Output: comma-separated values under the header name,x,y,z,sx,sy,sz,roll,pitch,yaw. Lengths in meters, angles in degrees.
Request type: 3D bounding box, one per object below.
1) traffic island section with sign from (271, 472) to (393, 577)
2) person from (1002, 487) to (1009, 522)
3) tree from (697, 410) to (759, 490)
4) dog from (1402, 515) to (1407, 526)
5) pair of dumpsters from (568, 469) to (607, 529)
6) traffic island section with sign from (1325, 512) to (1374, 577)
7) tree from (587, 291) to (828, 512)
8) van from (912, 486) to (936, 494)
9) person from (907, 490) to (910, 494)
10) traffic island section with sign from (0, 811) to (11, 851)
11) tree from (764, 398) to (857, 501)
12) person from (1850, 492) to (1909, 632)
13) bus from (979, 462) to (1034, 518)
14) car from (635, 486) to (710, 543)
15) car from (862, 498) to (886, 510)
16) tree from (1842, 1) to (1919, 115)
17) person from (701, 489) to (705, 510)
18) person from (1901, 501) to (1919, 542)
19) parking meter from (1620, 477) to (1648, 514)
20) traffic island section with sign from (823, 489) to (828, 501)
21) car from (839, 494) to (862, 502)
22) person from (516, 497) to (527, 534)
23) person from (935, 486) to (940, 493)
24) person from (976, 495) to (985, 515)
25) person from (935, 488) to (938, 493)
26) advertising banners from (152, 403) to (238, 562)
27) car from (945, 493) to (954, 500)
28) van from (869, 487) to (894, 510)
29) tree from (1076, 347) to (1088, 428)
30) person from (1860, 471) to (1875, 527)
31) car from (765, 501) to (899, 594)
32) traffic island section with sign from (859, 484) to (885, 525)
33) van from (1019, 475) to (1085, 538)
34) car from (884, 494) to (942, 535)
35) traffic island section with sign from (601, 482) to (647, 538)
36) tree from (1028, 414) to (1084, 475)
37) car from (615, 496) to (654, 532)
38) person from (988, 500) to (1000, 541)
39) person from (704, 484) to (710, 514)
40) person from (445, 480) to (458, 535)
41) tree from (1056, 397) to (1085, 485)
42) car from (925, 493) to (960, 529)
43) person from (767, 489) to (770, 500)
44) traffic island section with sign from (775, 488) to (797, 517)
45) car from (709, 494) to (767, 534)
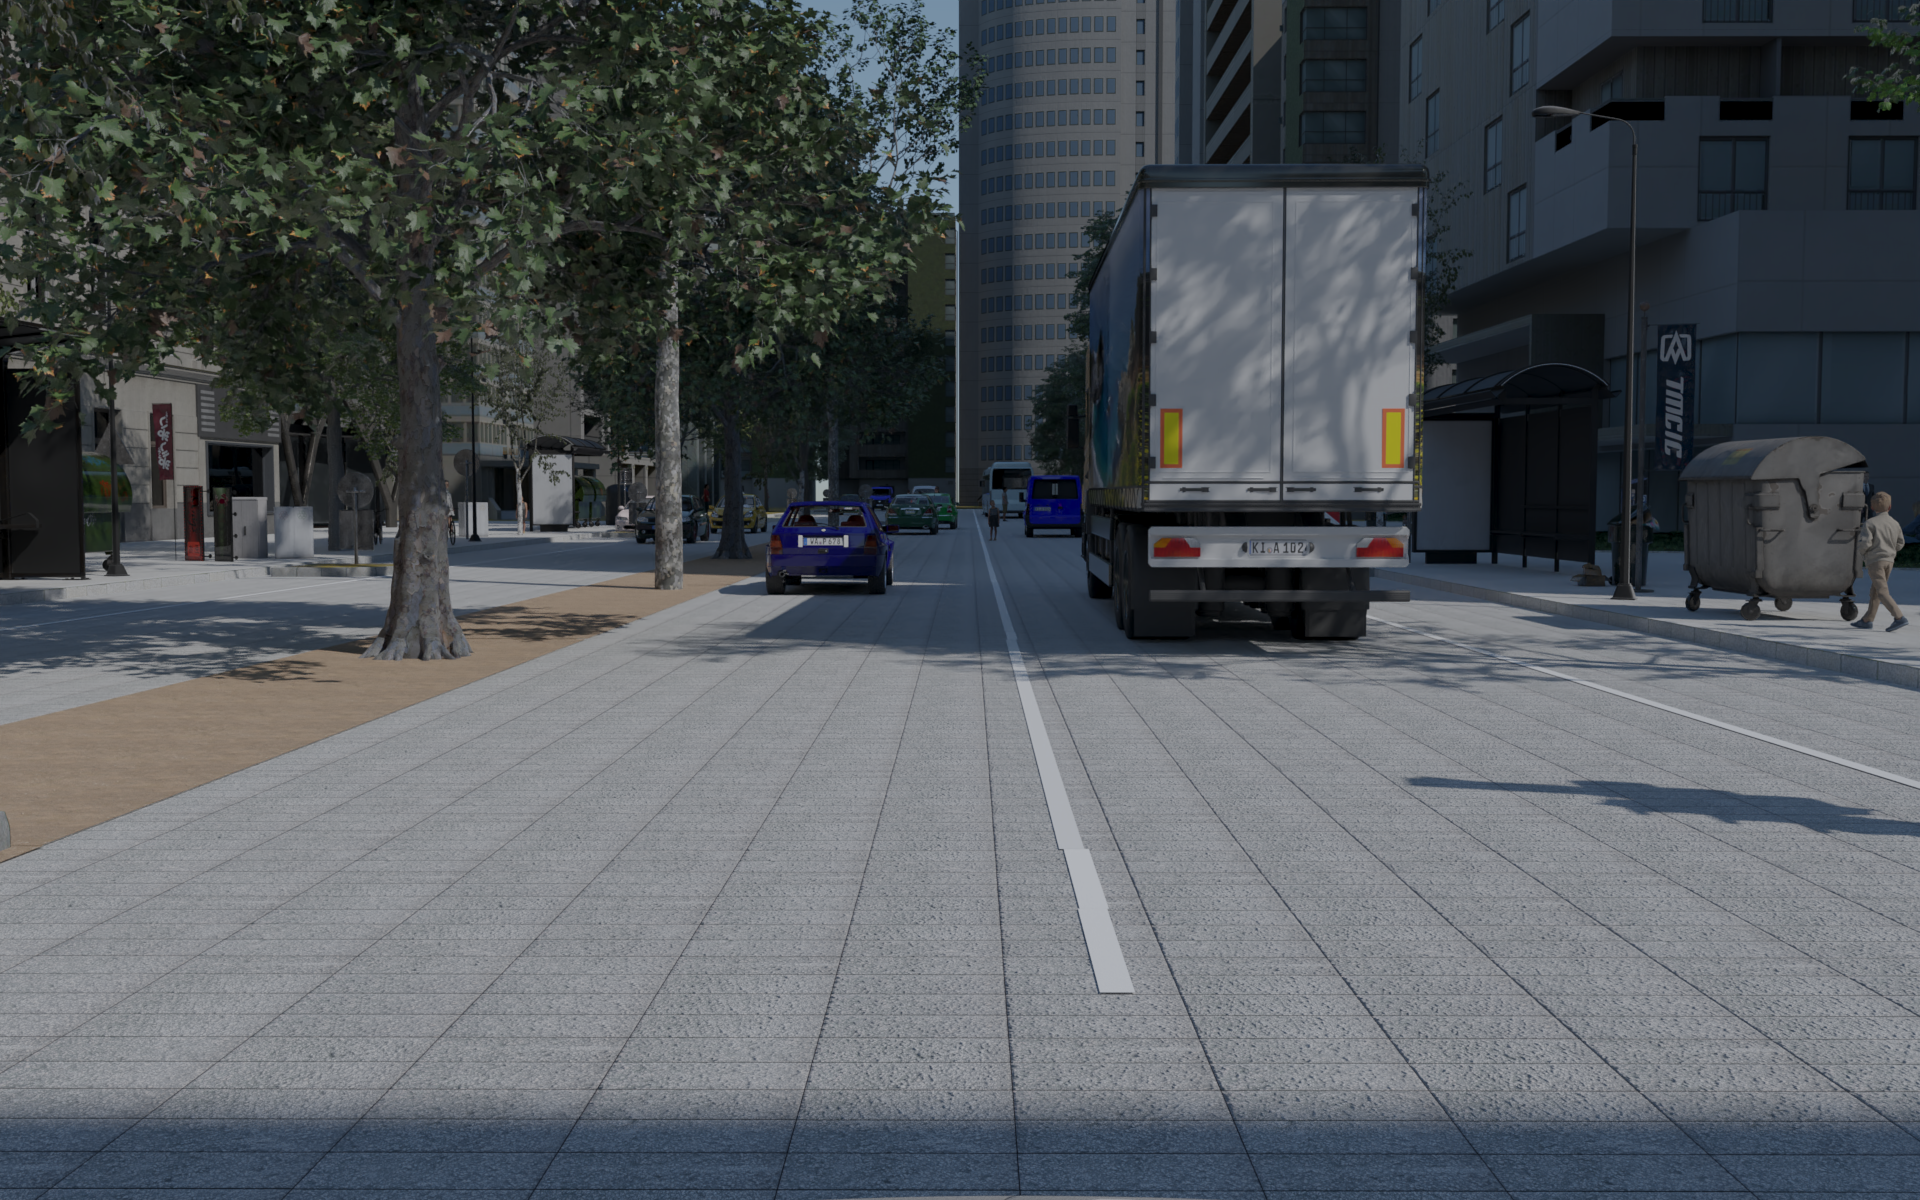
name,x,y,z,sx,sy,sz,roll,pitch,yaw
traffic island section with sign,-10.939,-1.363,30.916,1.989,1.847,2.006,0,4,0
person,2.377,-5.021,90.600,0.705,1.824,1.348,0,4,6
tree,-13.172,-9.117,99.423,4.737,8.622,4.395,0,3,0
dog,16.703,-2.946,65.003,0.406,0.507,0.540,-1,4,-23
pair of dumpsters,-14.751,-3.910,66.430,1.574,2.255,4.437,0,3,0
traffic island section with sign,6.185,-1.359,30.849,1.989,1.847,2.006,0,4,0
tree,-14.201,-10.809,87.095,12.009,13.543,11.850,0,3,0
van,-1.761,-5.065,89.829,2.013,2.044,4.112,0,4,0
person,-3.171,-6.322,112.672,0.742,1.727,0.445,1,4,14
traffic island section with sign,-4.826,0.135,5.937,2.006,1.907,1.989,0,4,0
tree,-13.327,-15.118,153.828,9.857,13.997,8.962,0,3,0
person,8.615,-0.362,16.238,0.475,1.303,0.640,-2,4,-28
bus,2.834,-6.802,106.075,2.948,3.499,13.247,0,4,-1
car,-8.533,-2.552,51.516,2.009,1.686,4.222,0,3,0
car,-7.498,-8.613,152.612,2.131,1.459,4.920,0,4,2
tree,8.916,-5.265,11.835,9.928,11.665,9.643,0,3,0
person,-20.166,-8.008,136.991,0.705,1.822,1.348,0,4,7
person,19.011,-1.413,34.642,1.012,1.151,0.738,-3,5,-40
parking meter,9.959,-1.052,25.610,0.372,1.533,0.369,0,3,0
traffic island section with sign,-10.411,-7.791,136.011,1.989,1.847,2.006,0,4,0
car,-7.407,-6.574,117.265,2.009,1.686,4.222,0,4,1
person,-14.120,-2.757,55.787,0.362,1.253,0.373,1,4,11
person,-1.139,-4.637,84.453,0.705,1.807,1.348,-1,4,-20
person,1.665,-6.700,117.673,1.348,1.869,0.705,-3,5,-45
person,-1.106,-4.470,82.510,0.530,1.710,0.541,-2,4,-29
advertising banners,-14.619,-2.254,33.047,2.074,3.025,0.090,2,4,24
car,-1.515,-8.490,148.404,1.945,1.707,3.694,0,4,0
van,-6.608,-8.629,145.466,2.240,2.365,5.245,0,4,0
tree,9.782,-10.741,93.743,7.486,12.596,7.792,0,3,0
person,22.065,-2.223,42.173,0.659,1.850,0.755,0,4,4
car,-1.909,-0.827,26.101,1.945,1.354,3.894,0,4,0
traffic island section with sign,-4.463,-4.461,81.075,2.006,1.907,1.989,0,4,0
van,3.140,-3.324,58.725,2.240,2.365,5.245,0,4,1
car,-1.706,-3.087,62.274,2.131,1.459,4.920,0,4,1
traffic island section with sign,-10.803,-3.012,57.870,1.989,1.847,2.006,0,4,0
tree,9.798,-13.562,156.149,8.767,10.594,7.601,1,4,23
car,-10.993,-3.008,61.534,2.083,1.381,4.827,0,4,0
person,1.038,-2.443,53.117,0.362,1.253,0.373,1,4,11
person,-13.492,-5.289,92.451,0.705,1.831,1.348,-1,4,-11
person,-16.142,-2.906,54.299,0.760,1.731,0.466,-2,4,-34
tree,8.966,-10.950,129.394,4.360,8.622,3.978,0,3,0
car,-1.010,-3.842,71.608,1.959,1.807,4.718,0,4,2
person,-17.429,-9.199,157.166,0.721,1.743,1.217,-1,4,-17
traffic island section with sign,-10.544,-6.142,109.056,1.989,1.847,2.006,0,4,0
car,-8.182,-3.291,64.033,2.015,1.641,3.980,0,4,1
